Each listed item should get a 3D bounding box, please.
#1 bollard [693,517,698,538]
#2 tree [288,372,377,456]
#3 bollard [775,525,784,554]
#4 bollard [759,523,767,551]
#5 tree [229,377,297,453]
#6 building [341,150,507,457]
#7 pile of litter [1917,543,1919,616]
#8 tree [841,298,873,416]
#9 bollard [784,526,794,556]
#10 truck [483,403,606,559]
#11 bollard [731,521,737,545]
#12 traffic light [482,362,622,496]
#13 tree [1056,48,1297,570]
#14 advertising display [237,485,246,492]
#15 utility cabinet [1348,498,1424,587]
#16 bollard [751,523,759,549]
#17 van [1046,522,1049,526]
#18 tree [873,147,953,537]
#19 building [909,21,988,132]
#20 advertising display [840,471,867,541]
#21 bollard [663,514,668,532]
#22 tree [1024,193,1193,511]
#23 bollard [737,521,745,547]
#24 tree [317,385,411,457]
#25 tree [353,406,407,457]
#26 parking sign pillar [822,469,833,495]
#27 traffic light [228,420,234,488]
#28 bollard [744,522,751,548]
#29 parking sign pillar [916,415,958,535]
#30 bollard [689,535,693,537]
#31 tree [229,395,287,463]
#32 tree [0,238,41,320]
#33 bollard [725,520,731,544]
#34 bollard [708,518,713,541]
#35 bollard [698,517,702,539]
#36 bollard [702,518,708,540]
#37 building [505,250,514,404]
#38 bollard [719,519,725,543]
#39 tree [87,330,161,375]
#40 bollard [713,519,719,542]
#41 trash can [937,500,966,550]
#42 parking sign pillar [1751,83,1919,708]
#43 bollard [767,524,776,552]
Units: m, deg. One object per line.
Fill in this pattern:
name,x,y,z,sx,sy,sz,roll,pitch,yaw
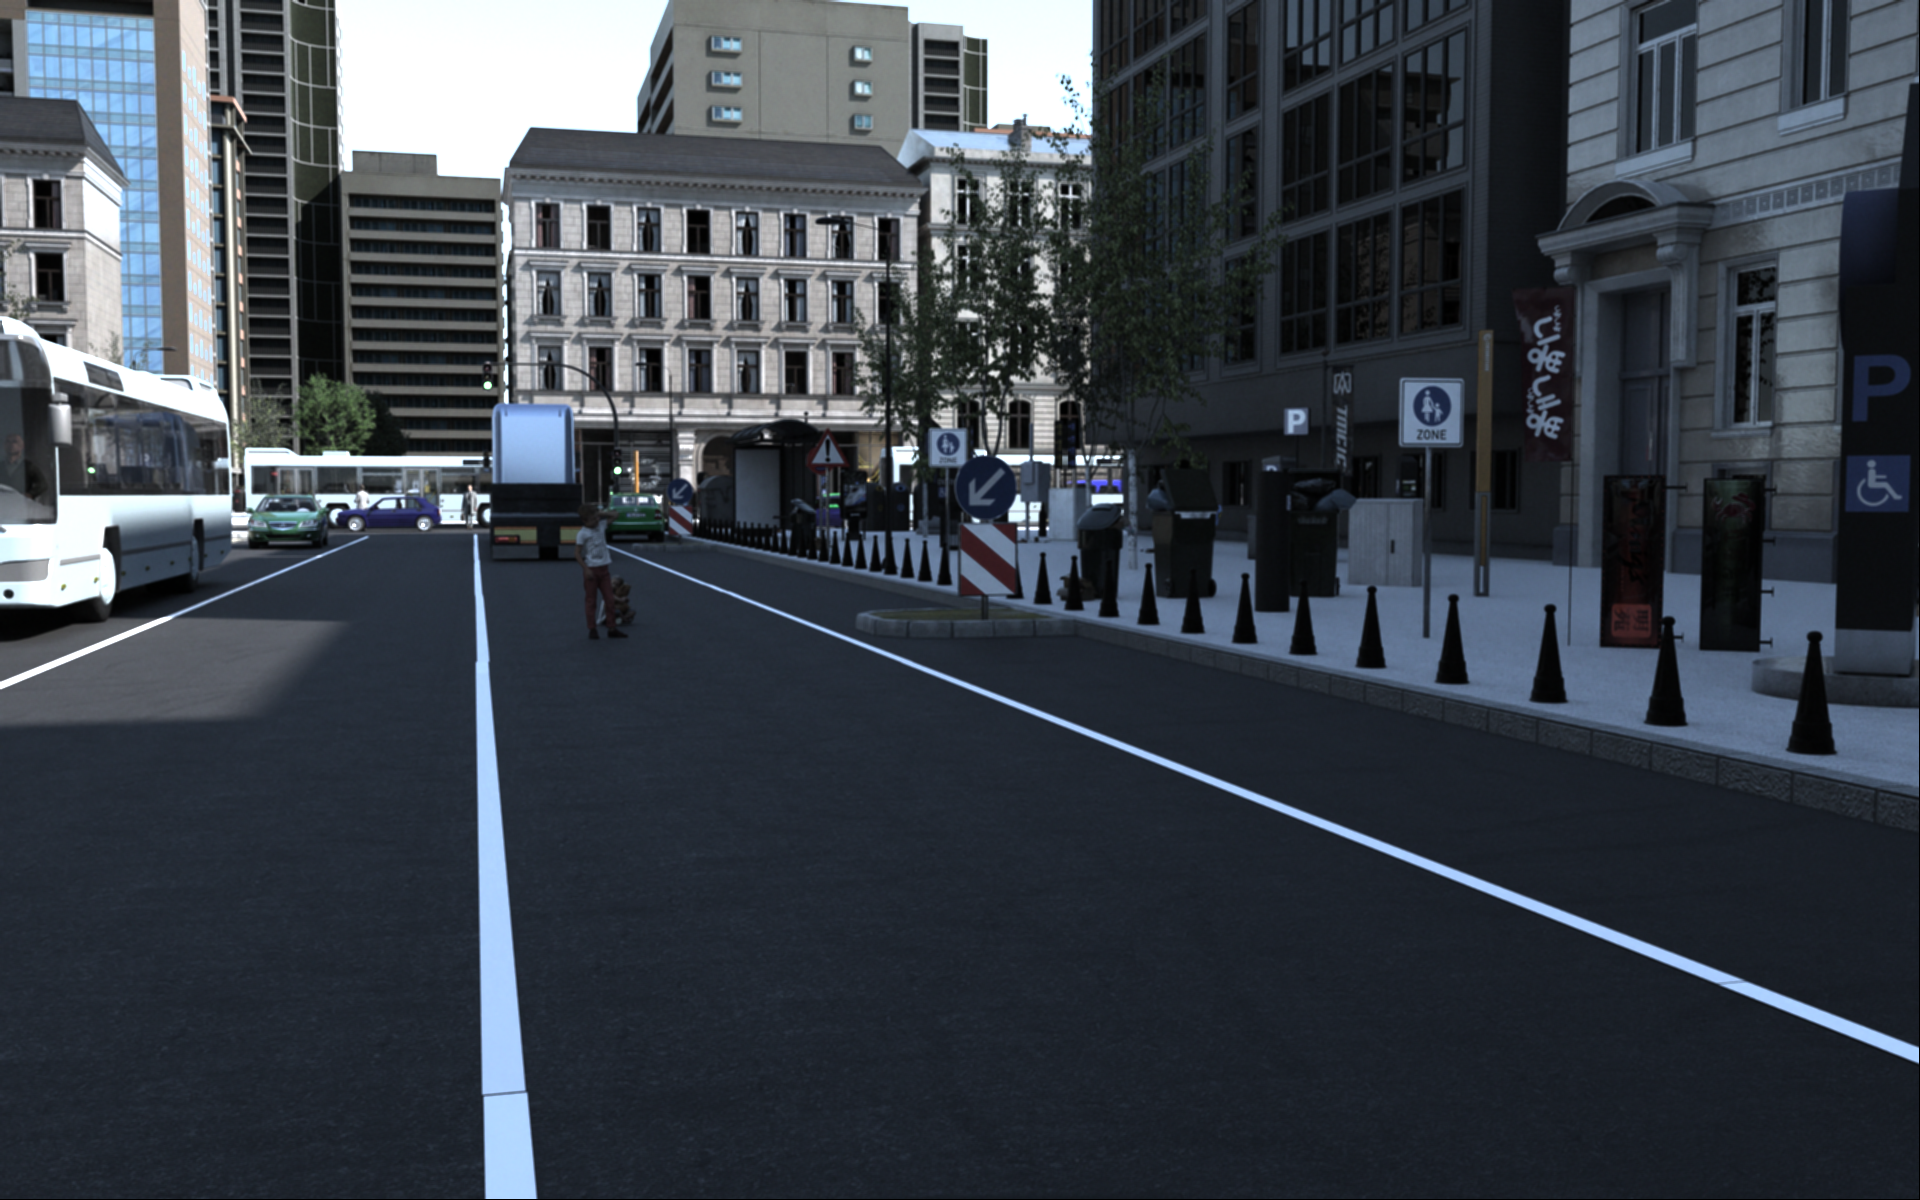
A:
bollard,-7.628,-2.127,50.818,0.229,0.601,0.229,0,3,0
tree,-53.630,-13.605,148.193,9.928,11.665,9.643,0,3,0
bollard,-3.772,-1.288,37.102,0.229,0.601,0.229,0,3,0
bollard,-4.366,-1.416,39.199,0.229,0.601,0.229,0,3,0
tree,-43.165,-9.625,107.726,4.360,8.622,3.978,0,3,0
building,-76.530,-38.220,248.597,21.600,48.544,21.300,-1,4,-16
pile of litter,10.676,-0.279,18.526,1.719,0.858,1.176,0,4,2
tree,-1.258,-6.156,51.014,4.737,8.622,4.395,0,3,0
bollard,-3.480,-1.224,36.053,0.229,0.601,0.229,0,3,0
truck,-11.215,-3.442,46.043,2.967,4.110,18.799,-1,4,-15
bollard,-5.549,-1.674,43.413,0.229,0.601,0.229,0,3,0
traffic light,-14.107,-5.237,60.287,4.771,5.953,1.251,-1,4,-16
tree,3.124,-4.814,29.068,4.737,8.622,4.395,0,3,0
advertising display,-51.781,-7.351,125.398,0.974,1.923,0.123,-1,4,-23
utility cabinet,5.955,-0.802,24.270,1.020,1.237,0.306,3,5,43
bollard,-4.663,-1.481,40.250,0.229,0.601,0.229,0,3,0
van,5.986,-4.326,75.117,5.245,2.365,2.240,-1,4,-15
tree,0.582,-5.215,35.626,4.737,8.622,4.395,0,3,0
building,-6.010,-50.635,266.127,20.611,71.187,20.563,-1,4,-16
advertising display,-2.938,-2.612,47.927,0.123,1.923,0.974,3,5,40
bollard,-10.294,-2.707,60.308,0.229,0.601,0.229,0,3,0
tree,3.280,-5.632,42.438,4.360,8.622,3.978,0,3,0
bollard,-5.257,-1.610,42.364,0.229,0.601,0.229,0,3,0
tree,-62.809,-16.248,182.667,9.611,12.733,9.660,0,3,0
tree,-66.924,-16.996,199.939,6.751,12.117,7.091,0,3,0
parking sign pillar,-6.590,-5.945,85.667,1.447,3.967,1.447,0,4,5
traffic light,-24.592,-4.193,57.479,0.839,4.253,0.868,-1,4,-16
bollard,-4.955,-1.546,41.311,0.229,0.601,0.229,0,3,0
parking sign pillar,-0.692,-4.077,55.125,1.447,3.967,1.447,-3,5,-40
bollard,-7.923,-2.191,51.867,0.229,0.601,0.229,0,3,0
tree,-52.019,-10.887,128.357,4.737,8.622,4.395,0,3,0
tree,-24.563,-5.588,41.730,4.360,8.622,3.978,0,3,0
bollard,-5.850,-1.740,44.484,0.229,0.601,0.229,0,3,0
bollard,-6.739,-1.933,47.652,0.229,0.601,0.229,0,3,0
bollard,-7.332,-2.063,49.770,0.229,0.601,0.229,0,3,0
bollard,-7.044,-1.999,48.719,0.229,0.601,0.229,0,3,0
building,-55.721,-34.723,259.601,23.993,40.220,32.217,-1,4,-16
bollard,-6.144,-1.804,45.533,0.229,0.601,0.229,0,3,0
tree,-37.224,-7.783,77.606,4.360,8.622,3.978,0,3,0
bollard,-6.441,-1.868,46.591,0.229,0.601,0.229,0,3,0
trash can,-0.160,-1.708,39.586,0.748,1.137,0.748,0,3,0
parking sign pillar,5.855,-1.375,10.961,1.447,3.967,1.447,2,4,30
bollard,-4.069,-1.352,38.150,0.229,0.601,0.229,0,3,0
